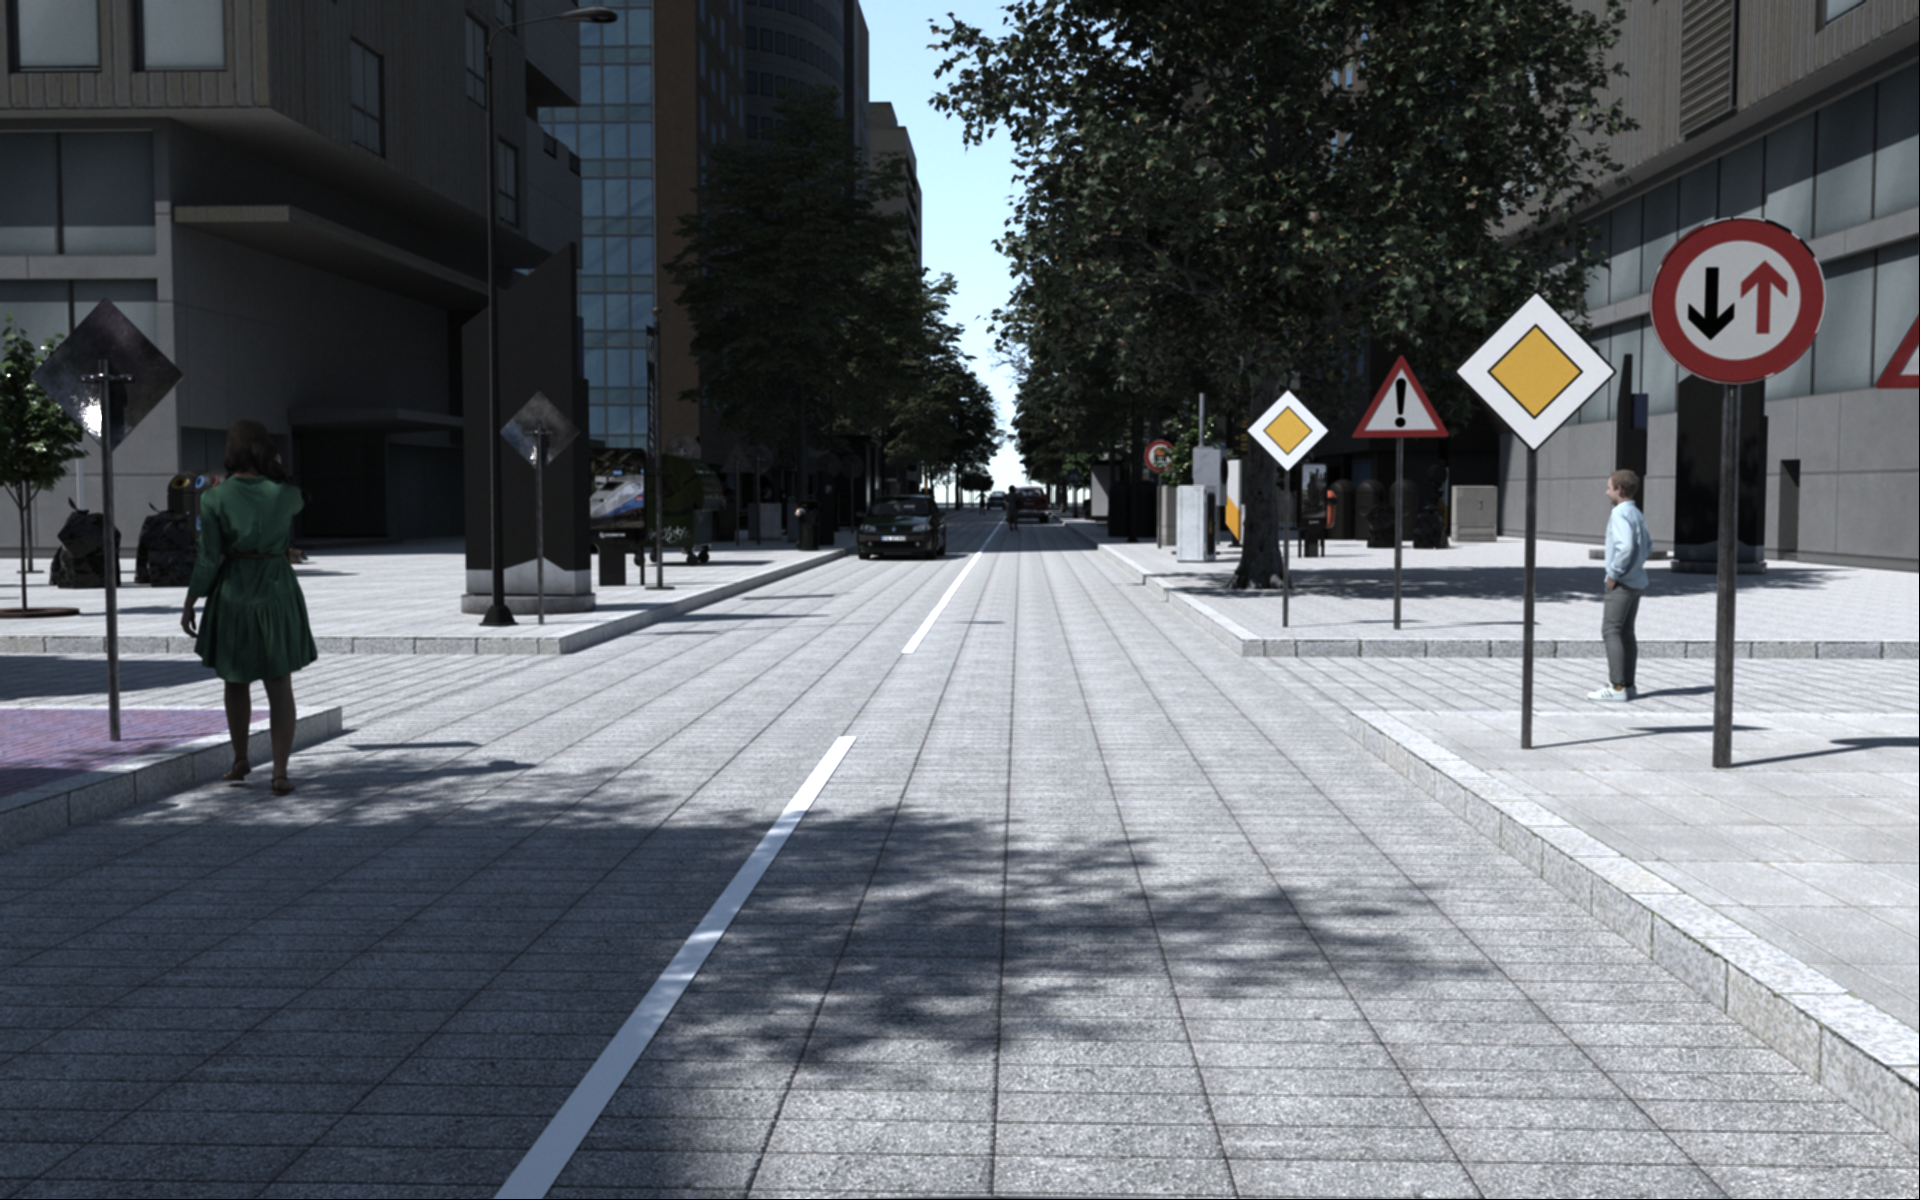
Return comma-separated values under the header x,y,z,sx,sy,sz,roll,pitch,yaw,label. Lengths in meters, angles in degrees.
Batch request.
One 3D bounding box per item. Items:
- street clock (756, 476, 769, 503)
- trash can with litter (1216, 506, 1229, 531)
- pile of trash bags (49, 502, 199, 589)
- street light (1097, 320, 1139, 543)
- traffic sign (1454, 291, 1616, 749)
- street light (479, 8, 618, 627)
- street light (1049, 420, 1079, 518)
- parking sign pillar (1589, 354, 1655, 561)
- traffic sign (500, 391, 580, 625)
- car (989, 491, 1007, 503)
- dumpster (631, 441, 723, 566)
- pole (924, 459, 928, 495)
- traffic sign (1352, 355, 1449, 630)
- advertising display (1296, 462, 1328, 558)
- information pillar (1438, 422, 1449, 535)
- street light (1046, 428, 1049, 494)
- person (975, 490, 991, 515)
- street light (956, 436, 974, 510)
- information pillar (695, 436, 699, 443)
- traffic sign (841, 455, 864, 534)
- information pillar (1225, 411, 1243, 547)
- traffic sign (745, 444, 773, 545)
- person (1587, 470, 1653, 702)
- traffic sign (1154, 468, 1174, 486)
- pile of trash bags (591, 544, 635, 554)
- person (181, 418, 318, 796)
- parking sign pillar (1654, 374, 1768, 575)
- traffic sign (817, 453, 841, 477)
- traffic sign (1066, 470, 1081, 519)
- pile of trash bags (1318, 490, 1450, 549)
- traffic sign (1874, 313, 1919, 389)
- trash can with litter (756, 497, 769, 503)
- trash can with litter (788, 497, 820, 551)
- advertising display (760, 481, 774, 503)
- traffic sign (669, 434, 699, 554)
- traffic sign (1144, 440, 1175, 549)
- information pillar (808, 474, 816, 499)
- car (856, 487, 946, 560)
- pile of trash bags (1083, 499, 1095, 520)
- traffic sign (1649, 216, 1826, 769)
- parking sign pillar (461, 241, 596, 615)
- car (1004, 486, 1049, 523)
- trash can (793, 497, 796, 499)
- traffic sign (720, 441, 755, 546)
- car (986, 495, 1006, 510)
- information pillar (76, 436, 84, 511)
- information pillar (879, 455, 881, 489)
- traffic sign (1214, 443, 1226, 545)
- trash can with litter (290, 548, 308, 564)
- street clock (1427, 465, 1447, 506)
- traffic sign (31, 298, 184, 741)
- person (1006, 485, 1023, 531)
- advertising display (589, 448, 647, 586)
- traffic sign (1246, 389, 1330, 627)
x,y,z,sx,sy,sz,roll,pitch,yaw,label
-7.727,-3.864,67.747,0.471,2.002,0.358,-2,4,-25,street clock
8.997,-2.996,60.367,1.055,1.170,0.624,-2,4,-26,trash can with litter
-12.357,-0.882,24.169,3.447,1.369,1.912,-1,4,-17,pile of trash bags
4.045,-4.483,45.839,1.470,5.913,1.316,0,4,2,street light
2.850,-0.307,8.662,0.795,2.450,0.064,0,4,2,traffic sign
-3.971,-2.703,16.733,1.470,5.913,1.316,0,4,2,street light
5.603,-7.280,91.575,1.470,5.913,1.316,0,4,2,street light
13.159,-2.785,34.010,1.447,3.967,1.447,1,4,16,parking sign pillar
-4.104,-0.812,16.920,0.795,2.450,0.064,0,4,2,traffic sign
4.661,-12.206,208.240,2.281,1.827,5.304,0,4,1,car
-5.223,-1.772,31.471,1.502,2.255,1.985,0,4,2,dumpster
-1.653,-5.529,84.240,0.158,3.312,0.155,0,3,0,pole
4.140,-0.999,16.330,0.884,2.594,0.081,1,4,10,traffic sign
7.143,-1.832,35.163,0.123,1.923,0.974,3,5,44,advertising display
15.061,-3.829,53.952,0.183,3.616,0.504,-1,4,-14,information pillar
6.759,-9.112,121.520,1.470,5.913,1.316,0,4,2,street light
1.567,-6.736,119.418,1.217,1.735,0.721,1,4,22,person
0.375,-10.186,139.088,1.470,5.913,1.316,0,4,2,street light
-10.597,-4.760,69.174,0.183,3.616,0.504,3,5,43,information pillar
-3.478,-3.411,55.874,0.768,2.556,0.104,0,4,5,traffic sign
6.609,-3.083,41.759,0.183,3.616,0.504,-2,4,-32,information pillar
-5.103,-2.671,43.783,0.768,2.556,0.104,1,4,10,traffic sign
4.651,-0.113,12.158,0.589,1.601,0.330,-3,5,-44,person
5.683,-2.943,48.224,0.768,2.556,0.104,1,4,11,traffic sign
-8.797,-1.678,37.184,3.447,1.369,1.912,-2,4,-28,pile of trash bags
-3.407,0.025,8.346,0.600,1.795,0.529,-3,4,-38,person
12.385,-2.428,28.175,1.447,3.967,1.447,3,5,42,parking sign pillar
-4.070,-3.286,53.826,0.768,2.556,0.104,0,4,5,traffic sign
5.944,-5.527,90.467,0.768,2.556,0.104,1,4,9,traffic sign
10.160,-1.962,41.839,3.447,1.369,1.912,2,4,31,pile of trash bags
5.060,-0.536,8.761,0.884,2.594,0.081,0,4,6,traffic sign
-8.278,-3.680,71.553,0.624,1.170,1.055,-2,4,-28,trash can with litter
-3.530,-1.708,39.318,0.624,1.170,1.055,-1,4,-17,trash can with litter
-9.646,-4.966,86.414,0.974,1.923,0.123,3,5,41,advertising display
-5.893,-2.249,36.870,0.768,2.556,0.104,0,4,3,traffic sign
4.702,-2.483,40.699,0.768,2.556,0.104,0,4,3,traffic sign
-5.409,-3.570,62.857,0.304,2.012,0.304,0,4,7,information pillar
-1.287,-1.796,39.154,2.009,1.686,4.222,0,4,4,car
7.945,-4.930,90.363,1.912,1.369,3.447,2,4,26,pile of trash bags
3.577,-0.486,8.053,0.768,2.556,0.104,1,4,9,traffic sign
-4.735,-1.862,18.916,1.447,3.967,1.447,1,4,13,parking sign pillar
3.375,-4.809,87.292,2.281,1.827,5.304,0,3,0,car
-8.595,-4.752,89.351,0.748,1.137,0.748,0,3,0,trash can
-5.499,-2.616,42.781,0.884,2.594,0.081,1,4,9,traffic sign
3.316,-8.890,157.939,1.945,1.354,3.894,0,4,3,car
-14.141,-2.230,27.822,0.183,3.616,0.504,-2,4,-28,information pillar
-4.242,-5.862,87.198,0.504,3.616,0.183,1,4,16,information pillar
6.495,-2.654,43.492,0.768,2.556,0.104,0,4,8,traffic sign
-12.555,-1.252,31.851,1.055,1.170,0.624,0,4,-4,trash can with litter
11.876,-2.359,43.137,0.471,2.002,0.358,-2,4,-32,street clock
-4.389,-0.324,8.940,0.795,2.450,0.064,0,4,2,traffic sign
2.175,-3.604,67.777,0.716,1.782,0.532,2,4,35,person
-4.862,-1.159,24.160,0.974,1.923,0.123,-1,4,-19,advertising display
3.135,-0.795,16.642,0.795,2.450,0.064,0,4,2,traffic sign
